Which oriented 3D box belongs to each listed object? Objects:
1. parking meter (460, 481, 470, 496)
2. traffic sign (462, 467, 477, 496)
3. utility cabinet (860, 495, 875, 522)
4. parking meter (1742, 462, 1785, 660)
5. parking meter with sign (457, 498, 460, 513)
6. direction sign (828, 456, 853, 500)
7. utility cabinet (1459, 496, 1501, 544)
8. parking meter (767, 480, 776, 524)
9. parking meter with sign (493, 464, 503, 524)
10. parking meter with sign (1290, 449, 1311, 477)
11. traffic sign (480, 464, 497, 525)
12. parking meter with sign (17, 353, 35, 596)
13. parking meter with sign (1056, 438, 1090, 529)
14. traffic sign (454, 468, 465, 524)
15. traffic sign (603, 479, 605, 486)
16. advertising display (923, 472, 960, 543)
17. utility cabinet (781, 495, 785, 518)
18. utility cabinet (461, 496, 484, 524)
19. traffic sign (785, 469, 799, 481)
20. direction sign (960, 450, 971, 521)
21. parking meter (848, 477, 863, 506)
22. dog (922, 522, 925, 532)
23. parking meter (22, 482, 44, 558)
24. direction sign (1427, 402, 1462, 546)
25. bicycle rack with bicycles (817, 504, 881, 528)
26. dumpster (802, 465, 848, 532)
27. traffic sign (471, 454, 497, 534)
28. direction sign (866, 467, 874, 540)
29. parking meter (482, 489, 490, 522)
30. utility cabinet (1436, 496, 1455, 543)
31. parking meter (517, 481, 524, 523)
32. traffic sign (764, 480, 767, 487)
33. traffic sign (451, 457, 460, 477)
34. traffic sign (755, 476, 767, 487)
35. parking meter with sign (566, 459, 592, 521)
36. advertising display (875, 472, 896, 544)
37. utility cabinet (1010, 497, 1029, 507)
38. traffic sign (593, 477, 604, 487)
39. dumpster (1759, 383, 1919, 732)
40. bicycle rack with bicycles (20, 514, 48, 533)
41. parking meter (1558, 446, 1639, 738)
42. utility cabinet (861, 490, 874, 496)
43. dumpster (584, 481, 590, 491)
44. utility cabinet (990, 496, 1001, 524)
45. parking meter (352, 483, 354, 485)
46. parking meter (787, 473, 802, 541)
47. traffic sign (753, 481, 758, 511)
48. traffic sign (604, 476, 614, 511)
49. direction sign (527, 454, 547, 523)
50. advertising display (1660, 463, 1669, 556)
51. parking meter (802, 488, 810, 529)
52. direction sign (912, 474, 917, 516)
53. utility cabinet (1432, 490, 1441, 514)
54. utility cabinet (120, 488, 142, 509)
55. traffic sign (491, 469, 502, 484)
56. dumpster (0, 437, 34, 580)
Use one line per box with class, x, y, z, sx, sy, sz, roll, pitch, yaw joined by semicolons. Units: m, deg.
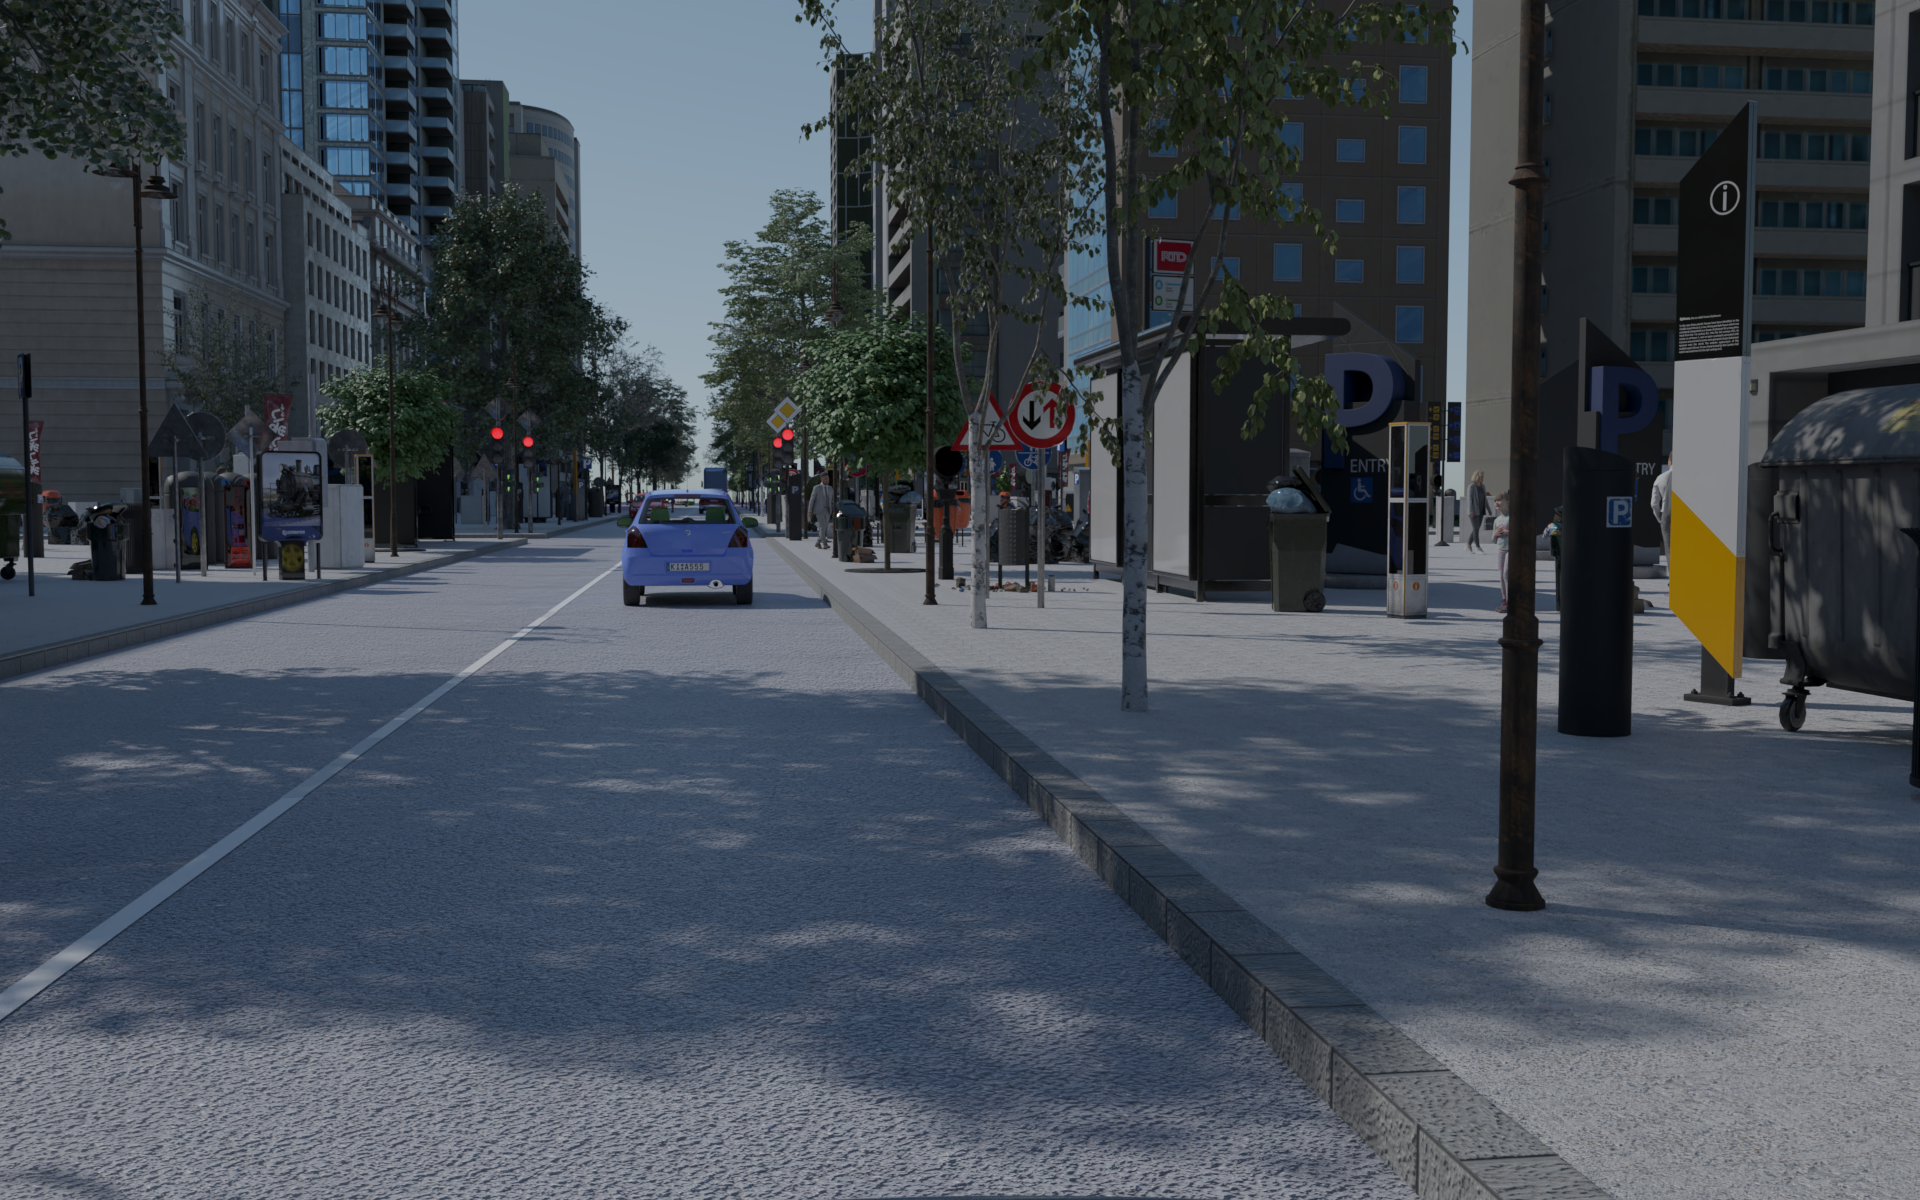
parking meter;-22.170;-4.398;77.615;0.399;1.863;0.255;3;5;44
traffic sign;-21.425;-4.612;75.510;0.768;2.556;0.104;0;4;0
utility cabinet;-4.303;-4.212;80.022;0.306;1.237;1.020;-3;4;-38
parking meter;6.345;-0.315;13.560;0.372;1.533;0.369;0;3;0
parking meter with sign;-34.487;-7.509;119.035;0.543;3.016;1.738;1;4;10
direction sign;-3.049;-3.225;44.722;0.876;3.537;0.379;2;4;30
utility cabinet;13.492;-2.064;44.912;1.020;1.237;0.306;3;5;43
parking meter;-8.050;-4.178;74.029;0.399;1.863;0.255;3;5;45
parking meter with sign;-20.003;-4.852;75.595;0.543;3.016;1.738;-1;4;-10
parking meter with sign;5.459;-1.994;28.858;1.738;3.016;0.543;-2;4;-23
traffic sign;-19.560;-4.381;71.736;0.768;2.556;0.104;0;4;-5
parking meter with sign;-12.331;-1.524;21.179;1.738;3.016;0.543;-2;4;-35
parking meter with sign;3.632;-3.231;49.093;1.738;3.016;0.543;-1;4;-21
traffic sign;-21.807;-4.574;74.892;0.768;2.556;0.104;0;4;-1
traffic sign;-27.256;-8.018;131.208;0.768;2.556;0.104;0;4;-1
advertising display;-0.491;-2.460;45.440;0.974;1.923;0.123;1;4;12
utility cabinet;-9.472;-5.093;94.431;0.306;1.237;1.020;-1;4;-20
utility cabinet;-20.658;-3.814;73.512;1.020;1.237;0.306;1;4;18
traffic sign;-8.538;-5.371;87.918;0.768;2.556;0.104;0;4;0
direction sign;0.460;-5.558;82.871;0.876;3.537;0.379;0;4;-3
parking meter;-3.646;-3.293;59.560;0.399;1.863;0.255;3;5;40
dog;-0.781;-1.892;47.761;0.540;0.507;0.406;0;4;-4
parking meter;-18.713;-1.623;34.955;0.372;1.533;0.369;0;3;0
direction sign;11.857;-3.089;42.510;0.876;3.537;0.379;-1;4;-8
bicycle rack with bicycles;-4.293;-3.303;67.391;2.925;0.926;2.852;0;4;-3
dumpster;-4.618;-3.472;59.269;1.502;2.255;1.985;0;4;-8
traffic sign;-15.293;-3.407;55.704;0.884;2.594;0.081;0;4;-2
direction sign;-2.584;-3.444;48.299;0.876;3.537;0.379;-3;4;-38
parking meter;-22.153;-4.436;80.944;0.372;1.533;0.369;0;3;0
utility cabinet;12.865;-2.125;45.909;0.306;1.237;1.020;0;4;7
parking meter;-19.276;-4.275;75.603;0.399;1.863;0.255;-3;5;-44
traffic sign;-14.875;-8.094;132.075;0.795;2.593;0.064;0;4;-6
traffic sign;-16.692;-3.451;56.532;0.768;2.556;0.104;0;4;-5
traffic sign;-13.775;-7.332;119.991;0.768;2.556;0.104;0;4;0
parking meter with sign;-18.448;-5.340;83.570;0.543;3.016;1.738;-3;5;-44
advertising display;-1.934;-2.432;44.980;0.123;1.923;0.974;2;4;25
utility cabinet;1.428;-1.844;41.303;0.306;1.237;1.020;0;4;-7
traffic sign;-26.740;-7.830;128.125;0.768;2.556;0.104;0;4;-3
dumpster;5.103;-0.179;8.694;1.264;1.857;1.865;0;4;-8
bicycle rack with bicycles;-30.096;-2.699;57.506;2.852;0.926;2.925;0;4;2
parking meter;3.407;-0.052;9.259;0.372;1.533;0.369;0;3;0
utility cabinet;-5.032;-5.229;94.180;0.318;1.500;1.173;-2;4;-24
dumpster;-25.105;-6.848;114.457;1.502;2.255;1.985;0;4;-8
utility cabinet;1.351;-3.914;75.163;0.306;1.237;1.020;3;4;38
parking meter;-32.688;-5.378;93.640;0.255;1.863;0.399;0;4;-6
parking meter;-4.559;-2.569;47.716;0.399;1.863;0.255;0;4;-7
traffic sign;-15.230;-7.778;129.305;0.606;2.300;0.079;0;4;1
traffic sign;-25.838;-7.812;127.728;0.884;2.594;0.081;0;4;-6
direction sign;-20.954;-5.720;85.521;0.876;3.537;0.379;1;4;18
advertising display;14.626;-1.883;35.999;0.974;1.923;0.123;2;4;24
parking meter;-5.557;-3.335;62.933;0.372;1.533;0.369;0;3;0
direction sign;-2.713;-6.787;102.969;0.379;3.537;0.876;-1;4;-22
utility cabinet;29.225;-5.965;106.206;0.318;1.500;1.173;0;4;-3
utility cabinet;-29.589;-3.288;62.438;1.173;1.500;0.318;-1;4;-13
traffic sign;-23.456;-5.362;87.774;0.768;2.556;0.104;0;4;-2
dumpster;-14.500;-1.373;24.942;1.502;2.255;1.985;0;4;-8
